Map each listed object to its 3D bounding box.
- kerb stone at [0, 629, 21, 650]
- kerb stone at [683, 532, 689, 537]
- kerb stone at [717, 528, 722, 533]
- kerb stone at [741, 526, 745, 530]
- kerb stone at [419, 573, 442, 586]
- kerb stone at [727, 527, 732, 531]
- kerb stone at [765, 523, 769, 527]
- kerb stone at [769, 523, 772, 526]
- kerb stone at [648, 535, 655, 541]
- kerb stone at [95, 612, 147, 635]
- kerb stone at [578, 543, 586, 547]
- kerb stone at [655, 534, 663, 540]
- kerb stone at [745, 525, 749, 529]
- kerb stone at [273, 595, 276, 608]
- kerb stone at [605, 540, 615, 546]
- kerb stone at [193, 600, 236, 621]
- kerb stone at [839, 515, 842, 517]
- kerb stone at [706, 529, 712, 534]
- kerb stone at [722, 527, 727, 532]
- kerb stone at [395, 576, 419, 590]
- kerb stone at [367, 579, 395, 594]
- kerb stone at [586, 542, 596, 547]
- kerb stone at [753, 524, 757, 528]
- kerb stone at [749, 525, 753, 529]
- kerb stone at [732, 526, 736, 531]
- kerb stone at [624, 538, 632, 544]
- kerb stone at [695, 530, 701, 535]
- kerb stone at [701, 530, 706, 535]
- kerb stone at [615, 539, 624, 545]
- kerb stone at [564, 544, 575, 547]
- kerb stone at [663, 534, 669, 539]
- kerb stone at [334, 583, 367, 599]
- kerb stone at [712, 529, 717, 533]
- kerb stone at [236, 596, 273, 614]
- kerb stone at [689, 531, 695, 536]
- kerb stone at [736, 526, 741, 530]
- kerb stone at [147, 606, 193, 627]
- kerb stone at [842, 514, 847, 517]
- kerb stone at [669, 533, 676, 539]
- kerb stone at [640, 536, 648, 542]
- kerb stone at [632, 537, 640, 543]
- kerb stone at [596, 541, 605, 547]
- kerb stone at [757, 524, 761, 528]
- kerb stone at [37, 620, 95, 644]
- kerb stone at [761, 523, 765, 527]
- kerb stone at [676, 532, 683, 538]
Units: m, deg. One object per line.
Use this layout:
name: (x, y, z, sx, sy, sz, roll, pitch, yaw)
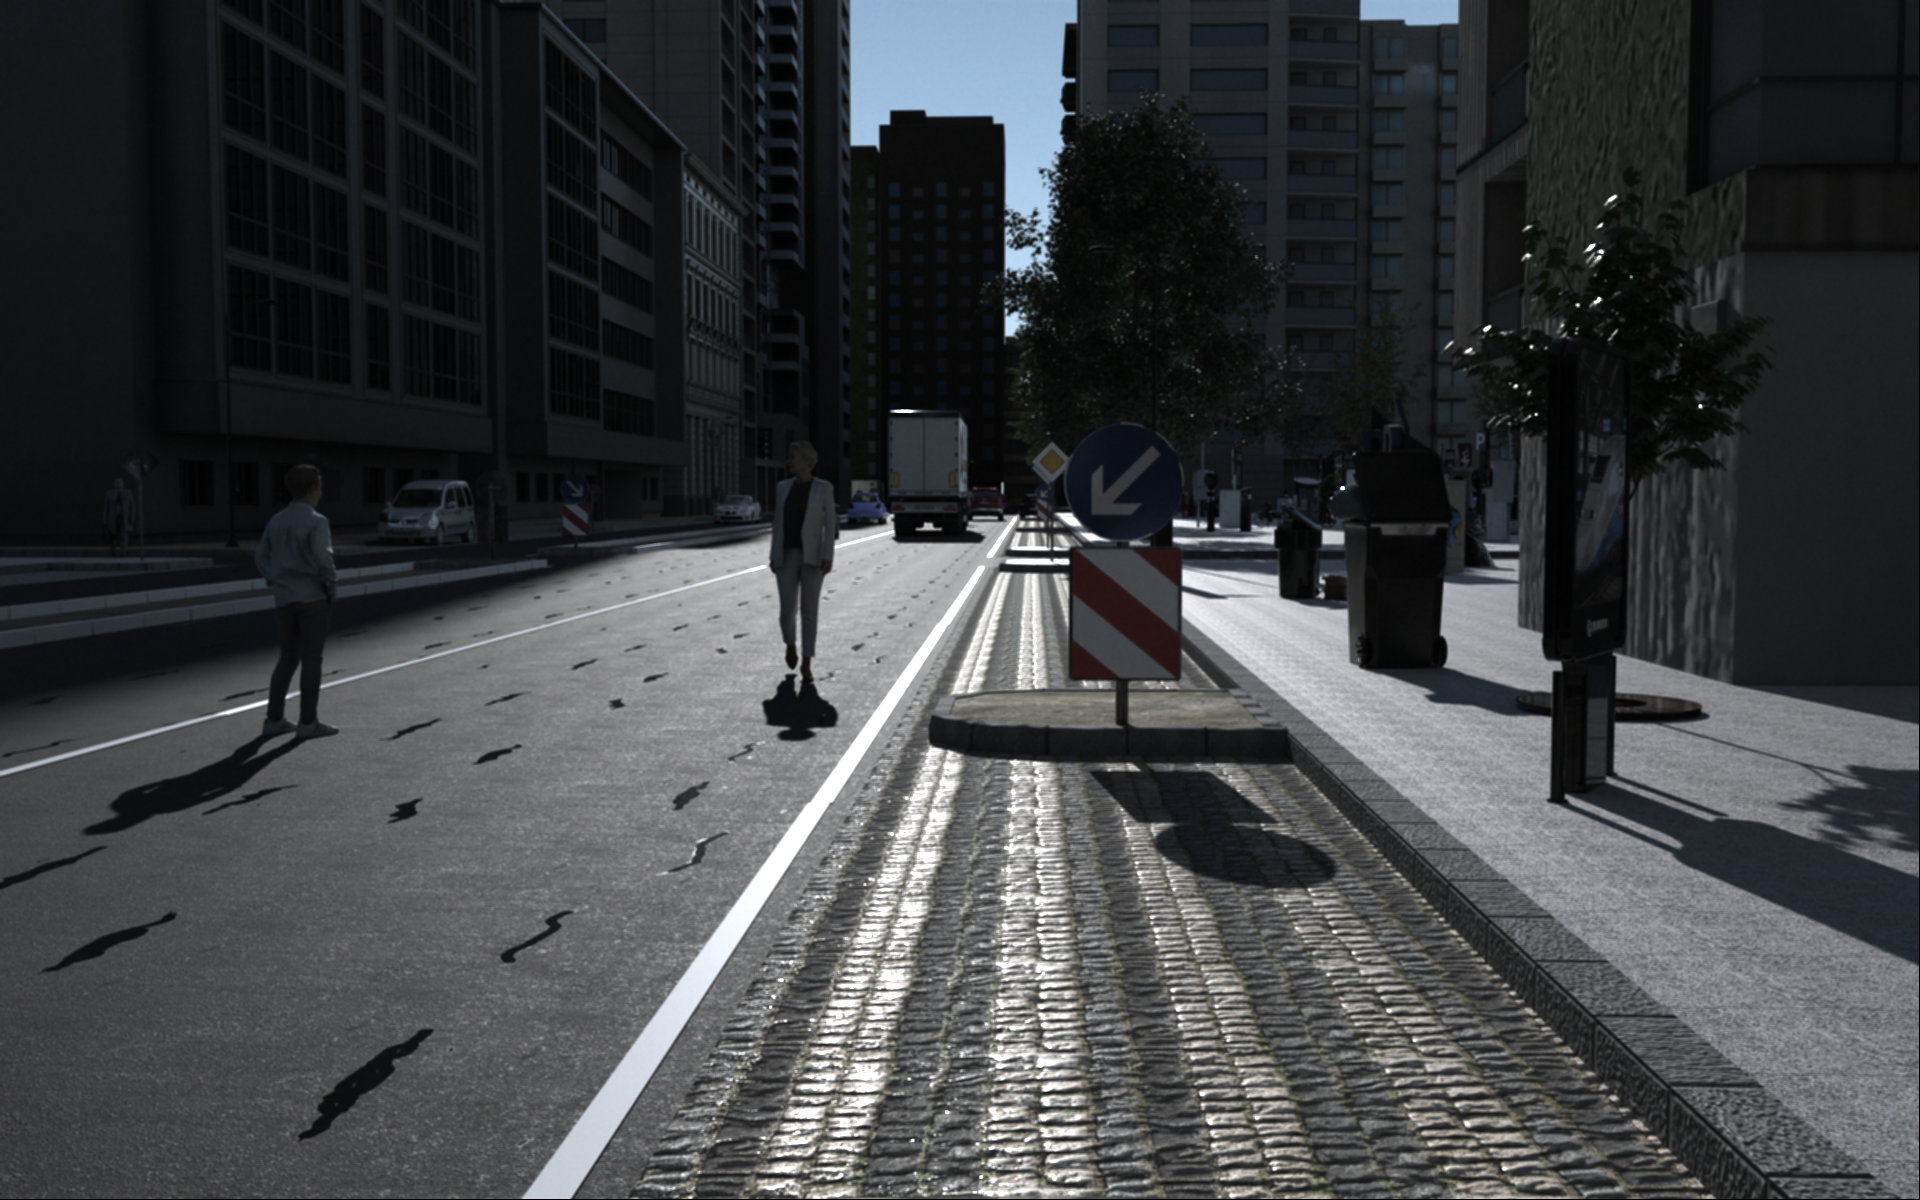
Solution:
kerb stone: (-8.892, 0.380, 15.985, 0.120, 0.150, 1.000, 0, 4, 2)
kerb stone: (-9.265, -2.168, 57.650, 0.120, 0.150, 1.000, 0, 4, 2)
kerb stone: (-9.012, -2.545, 63.800, 0.120, 0.150, 1.000, 0, 4, 2)
kerb stone: (-8.801, -2.858, 68.925, 0.120, 0.150, 1.000, 0, 4, 2)
kerb stone: (-8.424, -0.310, 27.257, 0.120, 0.150, 1.000, 0, 4, 2)
kerb stone: (-8.925, -2.664, 65.844, 0.120, 0.150, 1.000, 0, 4, 2)
kerb stone: (-8.543, -3.235, 75.080, 0.120, 0.150, 1.000, 0, 4, 2)
kerb stone: (-8.502, -3.290, 76.102, 0.120, 0.150, 1.000, 0, 4, 2)
kerb stone: (-9.482, -1.853, 52.509, 0.120, 0.150, 1.000, 0, 4, 2)
kerb stone: (-8.810, 0.259, 18.038, 0.120, 0.150, 1.000, 0, 4, 2)
kerb stone: (-9.823, -1.349, 44.299, 0.120, 0.150, 1.000, 0, 4, 2)
kerb stone: (-9.440, -1.917, 53.545, 0.120, 0.150, 1.000, 0, 4, 2)
kerb stone: (-8.760, -2.921, 69.950, 0.120, 0.150, 1.000, 0, 4, 2)
kerb stone: (-8.642, 0.008, 22.130, 0.120, 0.150, 1.000, 0, 4, 2)
kerb stone: (-9.693, -1.530, 47.364, 0.120, 0.150, 1.000, 0, 4, 2)
kerb stone: (-8.719, 0.131, 20.080, 0.120, 0.150, 1.000, 0, 4, 2)
kerb stone: (-7.356, -4.987, 103.782, 0.120, 0.150, 1.000, 0, 4, 2)
kerb stone: (-9.098, -2.415, 61.757, 0.120, 0.150, 1.000, 0, 4, 2)
kerb stone: (-8.970, -2.607, 64.822, 0.120, 0.150, 1.000, 0, 4, 2)
kerb stone: (-8.463, -0.246, 26.221, 0.120, 0.150, 1.000, 0, 4, 2)
kerb stone: (-8.508, -0.180, 25.199, 0.120, 0.150, 1.000, 0, 4, 2)
kerb stone: (-9.774, -1.414, 45.320, 0.120, 0.150, 1.000, 0, 4, 2)
kerb stone: (-8.669, -3.044, 71.993, 0.120, 0.150, 1.000, 0, 4, 2)
kerb stone: (-8.718, -2.982, 70.972, 0.120, 0.150, 1.000, 0, 4, 2)
kerb stone: (-8.890, -2.733, 66.882, 0.120, 0.150, 1.000, 0, 4, 2)
kerb stone: (-9.609, -1.666, 49.435, 0.120, 0.150, 1.000, 0, 4, 2)
kerb stone: (-9.179, -2.288, 59.701, 0.120, 0.150, 1.000, 0, 4, 2)
kerb stone: (-9.148, -2.357, 60.735, 0.120, 0.150, 1.000, 0, 4, 2)
kerb stone: (-9.650, -1.603, 48.399, 0.120, 0.150, 1.000, 0, 4, 2)
kerb stone: (-9.860, -1.289, 43.274, 0.120, 0.150, 1.000, 0, 4, 2)
kerb stone: (-9.400, -1.980, 54.566, 0.120, 0.150, 1.000, 0, 4, 2)
kerb stone: (-8.558, -0.114, 24.173, 0.120, 0.150, 1.000, 0, 4, 2)
kerb stone: (-9.051, -2.482, 62.778, 0.120, 0.150, 1.000, 0, 4, 2)
kerb stone: (-8.679, 0.066, 21.109, 0.120, 0.150, 1.000, 0, 4, 2)
kerb stone: (-9.225, -2.231, 58.671, 0.120, 0.150, 1.000, 0, 4, 2)
kerb stone: (-8.838, -2.796, 67.903, 0.120, 0.150, 1.000, 0, 4, 2)
kerb stone: (-8.773, 0.192, 19.059, 0.120, 0.150, 1.000, 0, 4, 2)
kerb stone: (-7.224, -5.178, 106.851, 0.120, 0.150, 1.000, 0, 4, 2)
kerb stone: (-9.349, -2.042, 55.587, 0.120, 0.150, 1.000, 0, 4, 2)
kerb stone: (-9.519, -1.792, 51.487, 0.120, 0.150, 1.000, 0, 4, 2)
kerb stone: (-9.561, -1.723, 50.463, 0.120, 0.150, 1.000, 0, 4, 2)
kerb stone: (-9.740, -1.472, 46.342, 0.120, 0.150, 1.000, 0, 4, 2)
kerb stone: (-8.627, -3.102, 73.023, 0.120, 0.150, 1.000, 0, 4, 2)
kerb stone: (-8.855, 0.317, 17.007, 0.120, 0.150, 1.000, 0, 4, 2)
kerb stone: (-8.594, -3.164, 74.048, 0.120, 0.150, 1.000, 0, 4, 2)
kerb stone: (-9.311, -2.105, 56.614, 0.120, 0.150, 1.000, 0, 4, 2)
